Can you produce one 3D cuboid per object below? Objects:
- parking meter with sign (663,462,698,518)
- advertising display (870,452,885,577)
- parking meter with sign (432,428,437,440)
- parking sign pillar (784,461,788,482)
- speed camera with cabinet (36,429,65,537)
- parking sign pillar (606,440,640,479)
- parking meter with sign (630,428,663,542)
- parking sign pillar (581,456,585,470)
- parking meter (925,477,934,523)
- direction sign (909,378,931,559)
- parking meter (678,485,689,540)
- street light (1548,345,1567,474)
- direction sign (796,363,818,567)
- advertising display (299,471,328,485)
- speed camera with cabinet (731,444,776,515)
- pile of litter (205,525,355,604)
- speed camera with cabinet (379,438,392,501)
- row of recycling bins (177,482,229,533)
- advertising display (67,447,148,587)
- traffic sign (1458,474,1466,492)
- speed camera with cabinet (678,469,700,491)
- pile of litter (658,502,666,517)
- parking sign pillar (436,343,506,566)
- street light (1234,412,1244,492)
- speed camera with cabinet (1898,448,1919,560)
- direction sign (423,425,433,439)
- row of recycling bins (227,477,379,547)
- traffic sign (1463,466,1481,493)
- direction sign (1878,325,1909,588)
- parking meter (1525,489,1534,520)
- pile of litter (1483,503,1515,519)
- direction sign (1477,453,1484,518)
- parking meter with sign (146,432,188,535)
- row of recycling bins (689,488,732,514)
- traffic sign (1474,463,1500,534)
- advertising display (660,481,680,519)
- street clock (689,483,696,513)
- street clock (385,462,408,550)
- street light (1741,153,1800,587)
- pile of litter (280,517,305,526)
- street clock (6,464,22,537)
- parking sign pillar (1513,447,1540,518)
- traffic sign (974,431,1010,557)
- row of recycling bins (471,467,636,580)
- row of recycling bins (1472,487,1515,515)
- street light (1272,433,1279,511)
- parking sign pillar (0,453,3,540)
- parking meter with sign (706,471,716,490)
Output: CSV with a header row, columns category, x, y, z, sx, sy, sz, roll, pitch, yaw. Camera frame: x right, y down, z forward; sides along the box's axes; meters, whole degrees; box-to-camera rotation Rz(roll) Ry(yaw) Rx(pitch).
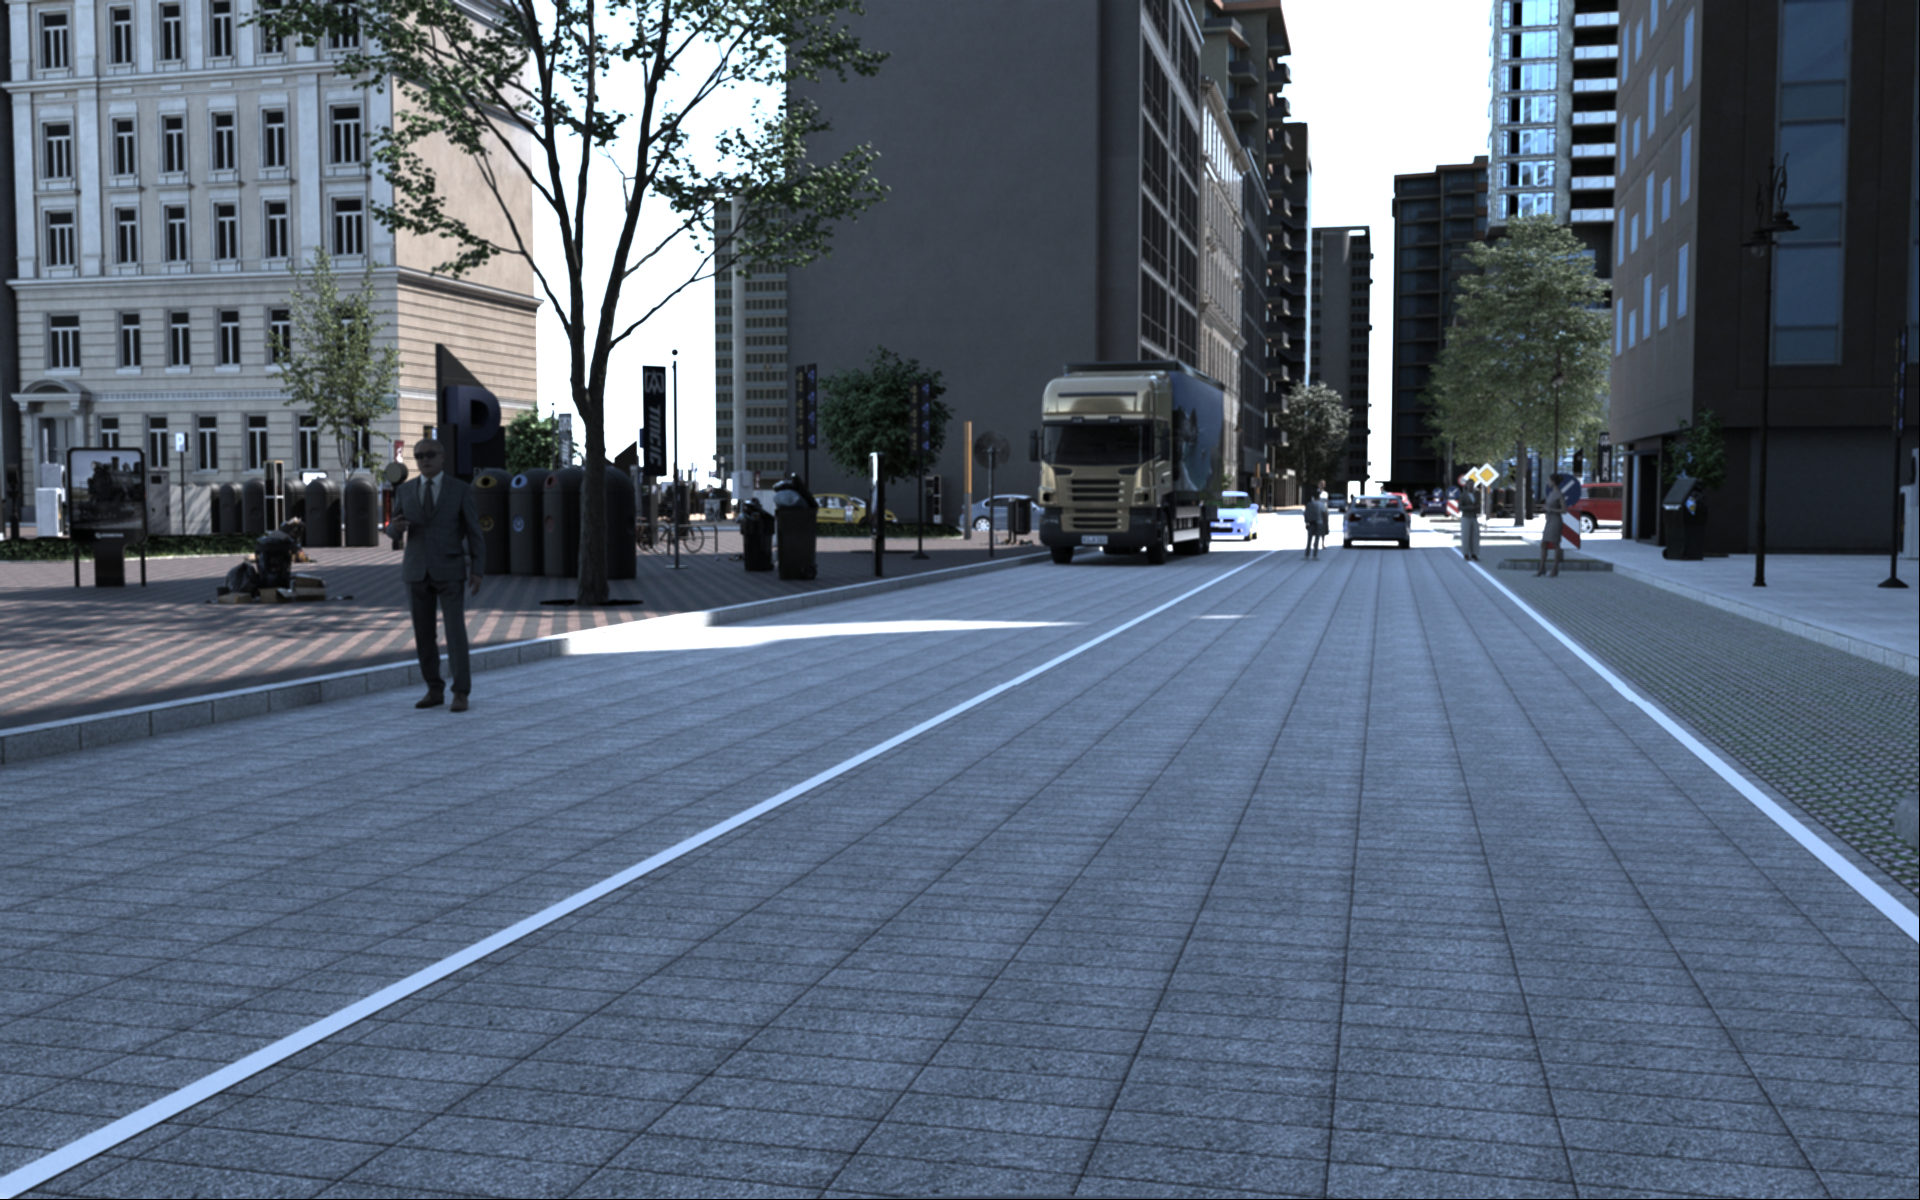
category,x,y,z,sx,sy,sz,roll,pitch,yaw
parking meter with sign,-14.983,-5.940,93.373,1.738,3.016,0.543,2,4,27
advertising display,-1.300,-1.345,27.204,0.123,1.923,0.974,-1,4,-10
parking meter with sign,-13.093,-3.050,46.122,1.738,3.016,0.543,-2,4,-30
parking sign pillar,-9.314,-6.688,97.824,1.447,3.967,1.447,-3,5,-44
speed camera with cabinet,-27.218,-3.517,51.847,0.660,3.252,2.038,-1,4,-21
parking sign pillar,-16.575,-5.984,86.315,1.447,3.967,1.447,1,4,20
parking meter with sign,-8.513,-3.065,46.366,0.543,3.016,1.738,-2,4,-25
parking sign pillar,-26.033,-8.042,119.953,1.447,3.967,1.447,-3,4,-36
parking meter,-1.019,-3.189,57.850,0.255,1.863,0.399,0,4,-6
direction sign,-0.789,-2.582,34.220,0.379,3.537,0.876,-2,4,-28
parking meter,-7.784,-2.451,48.482,0.372,1.533,0.369,0,3,0
street light,18.615,-4.970,54.053,0.468,5.910,1.993,1,4,14
direction sign,-2.700,-2.352,30.451,0.379,3.537,0.876,-2,4,-28
advertising display,-17.919,-2.620,48.055,0.123,1.923,0.974,1,4,22
speed camera with cabinet,-8.138,-4.583,69.262,2.038,3.252,0.660,-3,5,-40
pile of litter,-8.157,-0.422,20.860,1.719,0.858,1.176,-1,4,-20
speed camera with cabinet,-19.437,-4.089,61.190,2.038,3.252,0.660,-2,4,-29
row of recycling bins,-24.279,-3.058,57.104,3.534,1.692,1.069,1,4,12
advertising display,-11.797,-1.148,23.989,0.974,1.923,0.123,-1,4,-13
traffic sign,32.425,-6.813,111.497,0.768,2.556,0.104,1,4,18
speed camera with cabinet,-18.508,-7.514,117.181,2.038,3.252,0.660,3,4,37
pile of litter,-16.943,-5.177,98.604,1.719,0.858,1.176,2,4,34
parking sign pillar,-8.889,-2.635,31.554,1.447,3.967,1.447,2,4,29
street light,15.676,-7.632,97.577,0.468,5.910,1.993,1,4,14
speed camera with cabinet,18.667,-2.398,33.540,0.660,3.252,2.038,1,4,21
direction sign,-17.322,-3.995,57.323,0.379,3.537,0.876,3,5,44
row of recycling bins,-15.906,-2.155,42.354,3.534,1.692,1.069,1,4,10
traffic sign,18.633,-3.617,62.774,0.795,2.450,0.064,1,4,14
direction sign,12.820,-1.938,23.689,0.379,3.537,0.876,1,4,20
parking meter,27.799,-4.654,84.504,0.372,1.533,0.369,0,3,0
pile of litter,27.966,-4.648,89.956,1.719,0.858,1.176,2,4,27
direction sign,28.186,-6.235,93.941,0.379,3.537,0.876,0,4,-5
parking meter with sign,-22.522,-3.189,48.408,0.543,3.016,1.738,3,4,37
row of recycling bins,-16.248,-6.443,112.455,3.534,1.692,1.069,2,4,32
traffic sign,16.718,-3.142,55.021,0.795,2.450,0.064,1,4,14
advertising display,-14.342,-4.930,85.814,0.974,1.923,0.123,0,4,-2
street clock,-16.808,-6.381,108.901,0.358,2.002,0.471,-2,4,-33
street clock,-12.867,-2.143,39.606,0.471,2.002,0.358,1,4,19
street light,11.120,-3.127,23.909,0.468,5.910,1.993,1,4,14
pile of litter,-12.684,-1.123,32.328,1.176,0.858,1.719,-3,4,-37
street clock,-23.098,-2.307,42.296,0.358,2.002,0.471,-1,4,-22
parking sign pillar,29.939,-6.301,91.500,1.447,3.967,1.447,1,4,17
traffic sign,0.637,-2.141,35.117,0.768,2.556,0.104,1,4,15
row of recycling bins,-6.400,-1.226,27.160,3.534,1.692,1.069,3,4,37
row of recycling bins,33.500,-6.231,108.982,3.534,1.692,1.069,-1,4,-18
street light,23.279,-9.484,127.851,0.468,5.910,1.993,1,4,14
parking sign pillar,-20.383,-2.903,35.944,1.447,3.967,1.447,-1,4,-8
parking meter with sign,-18.624,-8.115,128.947,0.543,3.016,1.738,-1,4,-23
